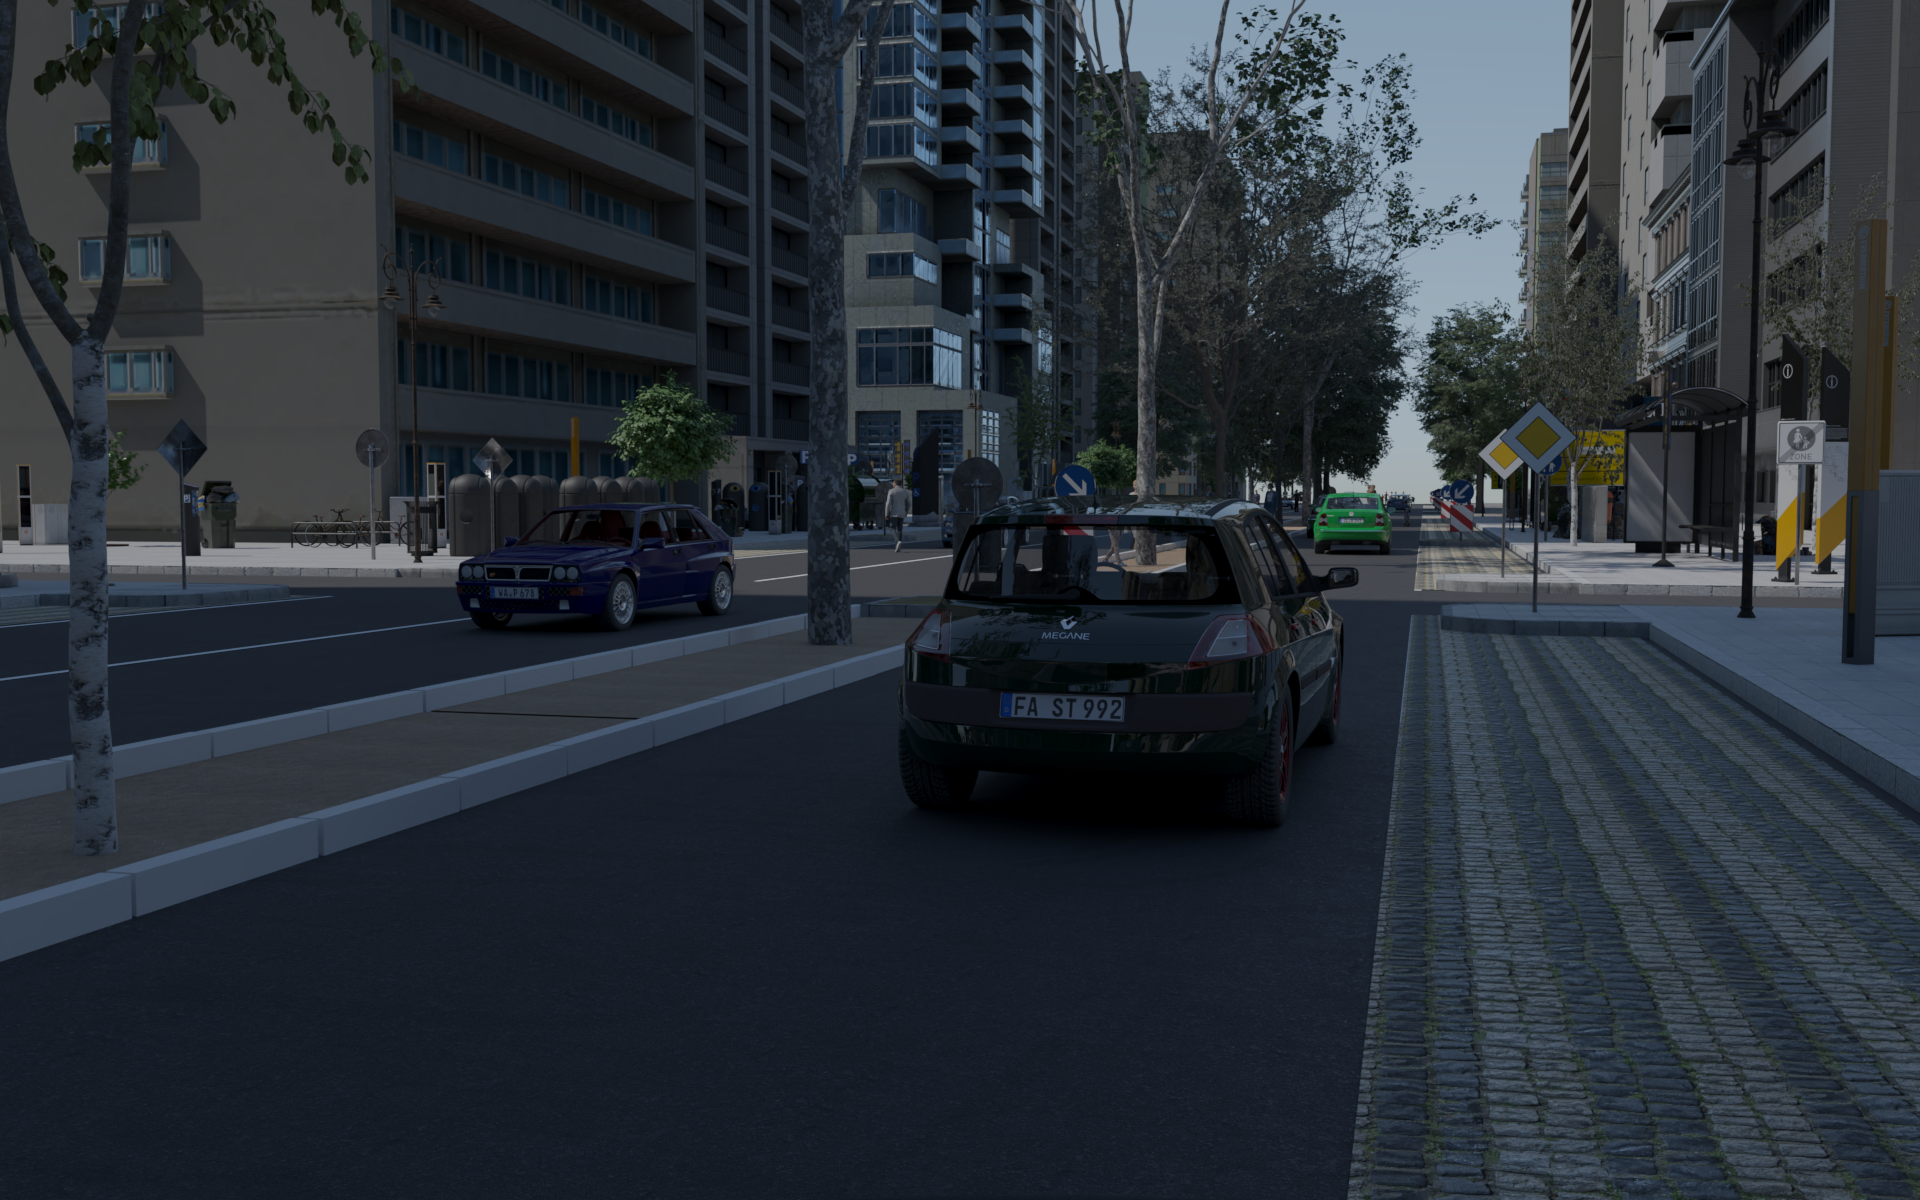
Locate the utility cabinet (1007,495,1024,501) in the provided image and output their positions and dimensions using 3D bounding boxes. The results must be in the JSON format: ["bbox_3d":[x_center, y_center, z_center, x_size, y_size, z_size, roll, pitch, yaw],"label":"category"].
[{"bbox_3d":[2.462,-4.119,78.513,0.306,1.237,1.020,-3,4,-38],"label":"utility cabinet"}]

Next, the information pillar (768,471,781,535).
[{"bbox_3d":[-5.836,-3.064,54.594,0.304,2.012,0.304,2,4,24],"label":"information pillar"}]

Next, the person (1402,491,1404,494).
[{"bbox_3d":[65.127,-15.033,254.305,1.348,1.823,0.705,-1,4,-16],"label":"person"}]

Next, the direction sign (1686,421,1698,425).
[{"bbox_3d":[22.140,-3.691,52.353,0.379,3.537,0.876,0,4,-3],"label":"direction sign"}]

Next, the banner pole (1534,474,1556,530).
[{"bbox_3d":[21.089,-4.428,62.414,0.863,3.779,0.401,-1,4,-8],"label":"banner pole"}]

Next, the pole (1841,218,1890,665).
[{"bbox_3d":[6.783,-1.171,12.984,0.158,3.312,0.155,0,3,0],"label":"pole"}]

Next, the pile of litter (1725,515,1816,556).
[{"bbox_3d":[17.146,-1.384,36.598,1.176,0.858,1.719,-3,5,-40],"label":"pile of litter"}]

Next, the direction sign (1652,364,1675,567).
[{"bbox_3d":[12.440,-2.356,30.518,0.379,3.537,0.876,2,4,28],"label":"direction sign"}]

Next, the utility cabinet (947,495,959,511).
[{"bbox_3d":[-0.164,-5.101,94.564,1.020,1.237,0.306,1,4,13],"label":"utility cabinet"}]

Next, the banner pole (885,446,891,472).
[{"bbox_3d":[-3.707,-6.062,89.134,0.401,3.779,0.863,-2,4,-28],"label":"banner pole"}]

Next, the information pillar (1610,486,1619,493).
[{"bbox_3d":[31.658,-4.854,83.849,0.304,2.012,0.304,-1,4,-13],"label":"information pillar"}]

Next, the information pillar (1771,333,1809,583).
[{"bbox_3d":[12.037,-2.062,25.064,0.183,3.616,0.504,-1,4,-12],"label":"information pillar"}]

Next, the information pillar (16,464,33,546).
[{"bbox_3d":[-23.304,-2.365,43.164,0.304,2.012,0.304,-2,4,-31],"label":"information pillar"}]

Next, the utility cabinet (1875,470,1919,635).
[{"bbox_3d":[8.675,-0.430,15.714,1.173,1.500,0.318,-1,4,-11],"label":"utility cabinet"}]

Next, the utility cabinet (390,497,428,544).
[{"bbox_3d":[-14.122,-2.045,44.594,1.020,1.237,0.306,-1,4,-10],"label":"utility cabinet"}]

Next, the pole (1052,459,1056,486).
[{"bbox_3d":[5.395,-6.466,99.555,0.158,3.312,0.155,0,3,0],"label":"pole"}]

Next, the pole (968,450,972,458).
[{"bbox_3d":[0.438,-5.237,79.475,0.158,3.312,0.155,0,3,0],"label":"pole"}]

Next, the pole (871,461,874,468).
[{"bbox_3d":[-5.424,-6.927,107.093,0.158,3.312,0.155,0,3,0],"label":"pole"}]

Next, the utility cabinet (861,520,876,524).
[{"bbox_3d":[-4.294,-4.308,79.110,0.318,1.500,1.173,-2,4,-35],"label":"utility cabinet"}]

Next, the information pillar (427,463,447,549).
[{"bbox_3d":[-12.350,-2.226,40.892,0.304,2.012,0.304,2,4,32],"label":"information pillar"}]

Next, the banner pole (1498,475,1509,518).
[{"bbox_3d":[28.804,-6.215,91.631,0.863,3.779,0.401,-1,4,-15],"label":"banner pole"}]

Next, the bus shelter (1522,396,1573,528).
[{"bbox_3d":[23.252,-5.557,68.482,2.179,5.291,8.768,1,4,15],"label":"bus shelter"}]

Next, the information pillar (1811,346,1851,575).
[{"bbox_3d":[13.888,-2.215,27.573,0.504,3.616,0.183,-1,4,-11],"label":"information pillar"}]

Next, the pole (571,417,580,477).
[{"bbox_3d":[-10.225,-3.194,46.066,0.158,3.312,0.155,0,3,0],"label":"pole"}]

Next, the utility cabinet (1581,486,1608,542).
[{"bbox_3d":[16.804,-2.276,45.898,0.318,1.500,1.173,0,4,3],"label":"utility cabinet"}]

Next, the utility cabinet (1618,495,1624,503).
[{"bbox_3d":[34.671,-4.895,91.198,1.020,1.237,0.306,2,4,30],"label":"utility cabinet"}]

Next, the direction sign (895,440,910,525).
[{"bbox_3d":[-2.402,-4.908,72.242,0.876,3.537,0.379,3,5,42],"label":"direction sign"}]

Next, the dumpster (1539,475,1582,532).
[{"bbox_3d":[20.659,-3.496,59.646,1.502,2.255,1.985,1,4,15],"label":"dumpster"}]

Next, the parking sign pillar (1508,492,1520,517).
[{"bbox_3d":[31.018,-6.581,96.069,1.447,3.967,1.447,0,4,6],"label":"parking sign pillar"}]

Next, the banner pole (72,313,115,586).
[{"bbox_3d":[-12.002,-2.068,23.834,0.401,3.779,0.863,0,4,-4],"label":"banner pole"}]

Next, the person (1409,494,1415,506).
[{"bbox_3d":[53.271,-11.784,204.355,0.799,1.438,0.628,1,4,15],"label":"person"}]

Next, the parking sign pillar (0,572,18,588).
[{"bbox_3d":[-13.730,-2.150,23.621,1.447,3.967,1.447,-1,4,-13],"label":"parking sign pillar"}]

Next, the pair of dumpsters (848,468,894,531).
[{"bbox_3d":[-3.481,-3.649,62.151,1.574,2.255,4.437,1,4,15],"label":"pair of dumpsters"}]

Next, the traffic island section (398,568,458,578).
[{"bbox_3d":[-8.371,-0.533,30.988,2.009,0.180,2.903,1,4,15],"label":"traffic island section"}]

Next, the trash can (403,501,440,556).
[{"bbox_3d":[-11.146,-1.482,35.879,0.748,1.137,0.748,0,3,0],"label":"trash can"}]

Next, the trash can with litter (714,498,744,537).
[{"bbox_3d":[-6.868,-2.467,51.724,0.624,1.170,1.055,1,4,14],"label":"trash can with litter"}]

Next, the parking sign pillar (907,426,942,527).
[{"bbox_3d":[-1.361,-4.872,68.133,1.447,3.967,1.447,2,4,33],"label":"parking sign pillar"}]

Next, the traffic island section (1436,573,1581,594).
[{"bbox_3d":[8.330,-0.259,26.517,2.009,0.180,2.903,1,4,15],"label":"traffic island section"}]

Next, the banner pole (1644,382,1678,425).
[{"bbox_3d":[15.781,-2.993,38.945,0.863,3.779,0.401,2,4,29],"label":"banner pole"}]

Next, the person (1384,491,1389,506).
[{"bbox_3d":[51.296,-12.211,208.674,0.721,1.766,1.217,-3,5,-40],"label":"person"}]

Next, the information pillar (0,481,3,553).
[{"bbox_3d":[-20.975,-2.021,37.538,0.304,2.012,0.304,-3,5,-39],"label":"information pillar"}]

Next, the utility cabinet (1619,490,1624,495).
[{"bbox_3d":[36.771,-5.384,96.702,1.173,1.500,0.318,-2,4,-35],"label":"utility cabinet"}]

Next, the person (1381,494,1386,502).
[{"bbox_3d":[48.679,-11.486,199.554,1.065,1.426,0.557,1,4,15],"label":"person"}]

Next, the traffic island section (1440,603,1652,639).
[{"bbox_3d":[6.260,0.213,18.804,2.009,0.180,2.903,1,4,15],"label":"traffic island section"}]

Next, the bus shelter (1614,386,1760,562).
[{"bbox_3d":[14.591,-2.521,35.139,2.014,3.302,5.546,1,4,15],"label":"bus shelter"}]

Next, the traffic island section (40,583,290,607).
[{"bbox_3d":[-10.441,-0.061,23.275,2.009,0.180,2.903,1,4,15],"label":"traffic island section"}]

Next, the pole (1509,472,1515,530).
[{"bbox_3d":[19.670,-4.148,61.668,0.158,3.312,0.155,0,3,0],"label":"pole"}]

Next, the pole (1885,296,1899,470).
[{"bbox_3d":[9.583,-1.475,17.965,0.158,3.312,0.155,0,3,0],"label":"pole"}]

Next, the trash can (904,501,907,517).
[{"bbox_3d":[-3.211,-5.113,95.244,0.748,1.137,0.748,0,3,0],"label":"trash can"}]

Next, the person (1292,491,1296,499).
[{"bbox_3d":[41.131,-12.482,212.577,1.348,1.824,0.705,3,4,37],"label":"person"}]
